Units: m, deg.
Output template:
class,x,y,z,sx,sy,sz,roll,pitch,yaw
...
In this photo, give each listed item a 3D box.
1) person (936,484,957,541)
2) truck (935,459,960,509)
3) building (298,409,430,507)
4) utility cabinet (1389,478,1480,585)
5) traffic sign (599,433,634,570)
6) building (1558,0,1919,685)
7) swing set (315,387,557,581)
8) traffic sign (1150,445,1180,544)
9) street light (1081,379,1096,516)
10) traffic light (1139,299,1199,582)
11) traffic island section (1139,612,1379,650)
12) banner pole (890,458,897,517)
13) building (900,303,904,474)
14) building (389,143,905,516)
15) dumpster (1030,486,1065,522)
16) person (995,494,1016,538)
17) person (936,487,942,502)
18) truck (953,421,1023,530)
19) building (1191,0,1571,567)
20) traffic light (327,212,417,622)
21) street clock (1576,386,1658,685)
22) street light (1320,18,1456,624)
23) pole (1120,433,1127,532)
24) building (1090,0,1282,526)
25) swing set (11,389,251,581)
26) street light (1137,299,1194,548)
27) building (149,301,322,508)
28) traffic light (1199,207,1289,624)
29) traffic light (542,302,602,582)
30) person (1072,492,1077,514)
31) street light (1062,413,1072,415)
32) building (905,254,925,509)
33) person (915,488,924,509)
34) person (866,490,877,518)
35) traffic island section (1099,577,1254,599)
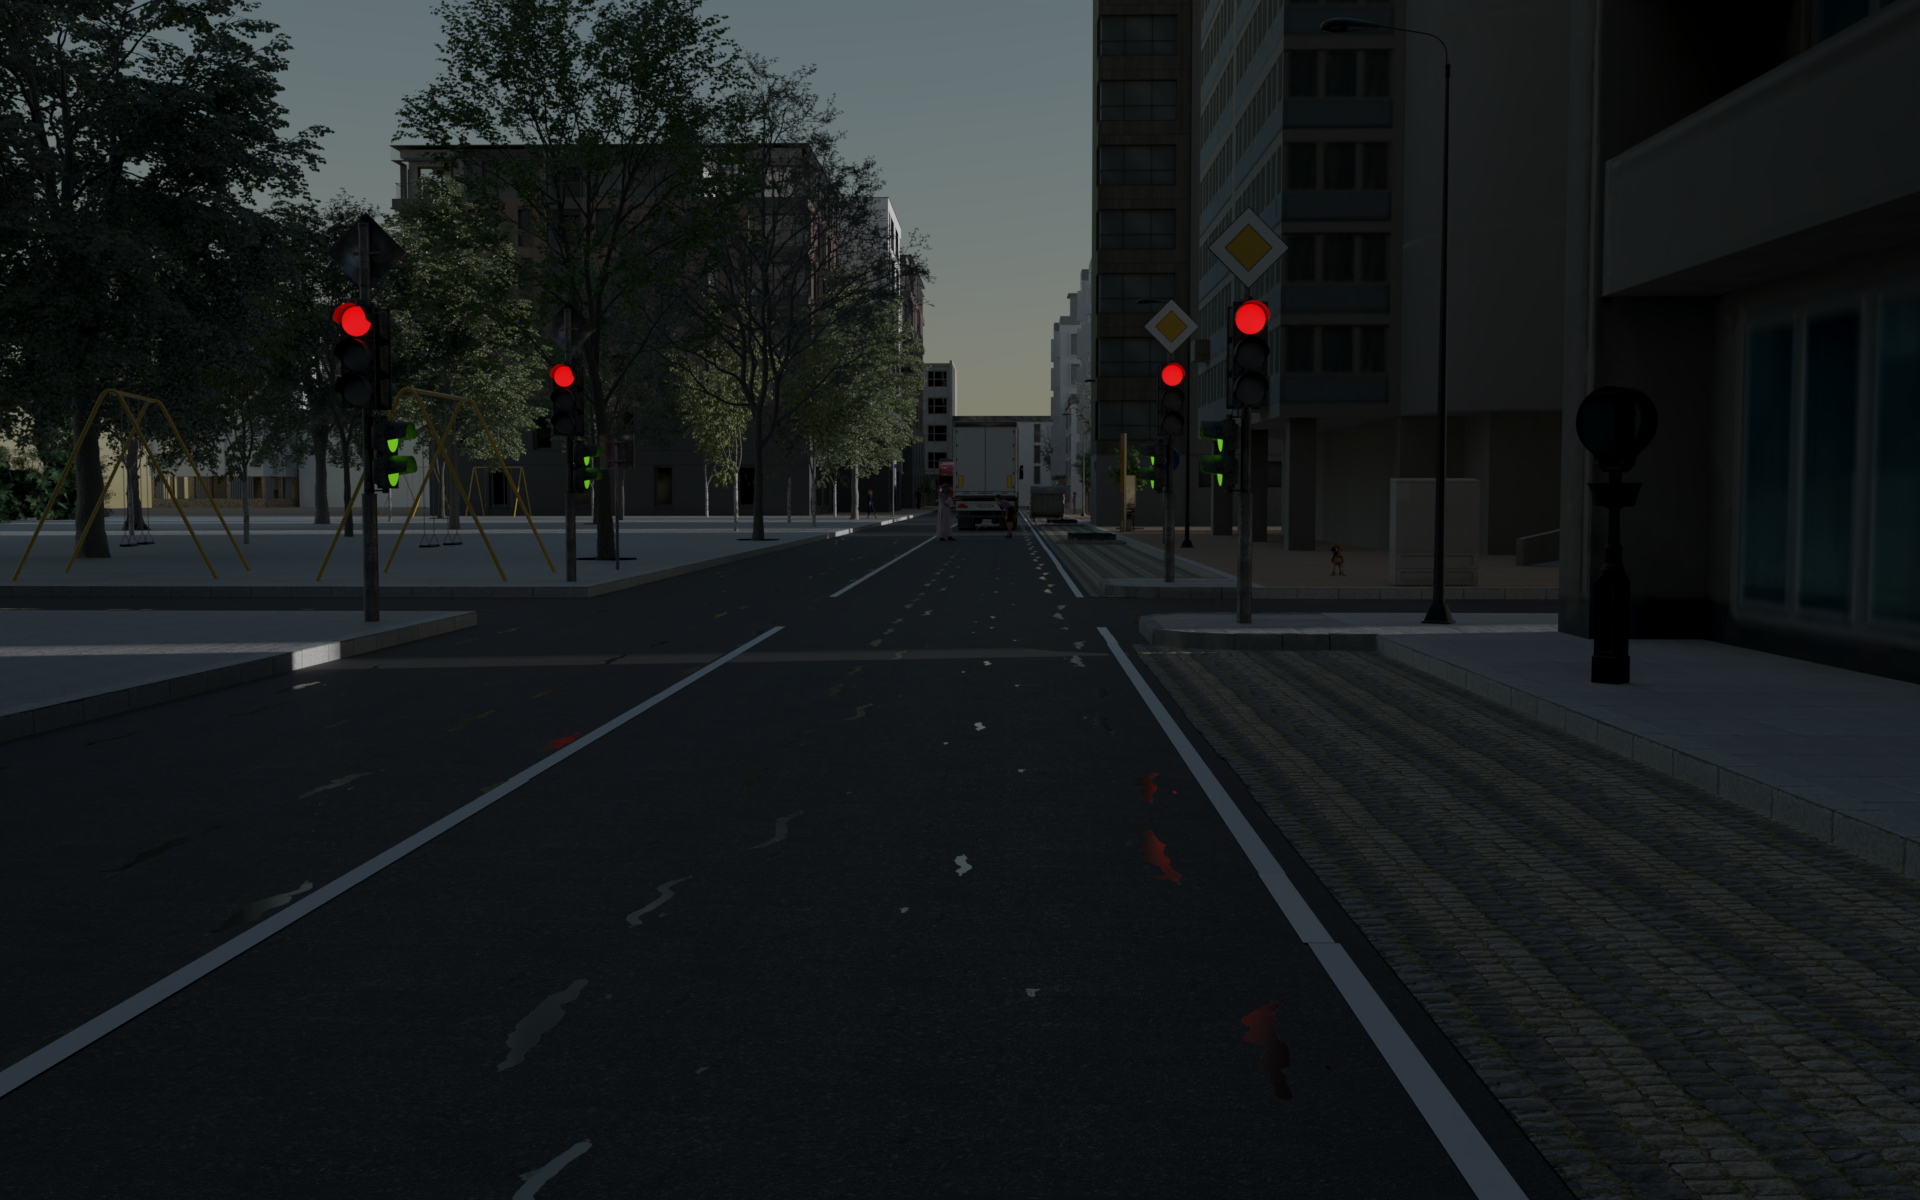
class,x,y,z,sx,sy,sz,roll,pitch,yaw
person,-0.434,-2.698,53.275,0.621,1.740,0.551,1,4,11
truck,-0.404,-9.225,139.742,2.839,4.237,11.283,0,4,1
building,-50.460,-14.107,172.804,28.070,9.664,9.099,0,4,2
utility cabinet,6.608,-0.945,24.126,1.173,1.500,0.318,0,4,-4
traffic sign,-5.798,-1.660,29.277,0.606,2.300,0.079,0,4,8
building,15.932,-23.254,3.902,21.300,48.544,21.600,0,4,2
swing set,-8.059,-1.780,26.725,2.862,2.851,3.119,0,4,1
traffic sign,5.278,-2.726,44.680,0.768,2.556,0.104,1,4,10
street light,5.725,-5.970,70.149,1.470,5.913,1.316,0,4,2
traffic light,3.028,-2.213,25.097,0.839,4.253,0.868,0,4,2
traffic island section,2.847,0.309,17.228,2.009,0.180,2.903,0,4,2
banner pole,-3.755,-6.669,99.052,0.401,3.779,0.863,1,4,17
building,-12.607,-17.333,139.807,16.016,20.091,11.380,0,4,2
building,-18.888,-16.736,117.611,27.936,21.610,32.646,0,4,2
dumpster,4.526,-4.964,89.384,1.865,1.857,1.264,0,4,3
person,1.487,-2.729,56.347,0.697,1.427,0.421,-1,4,-13
person,-0.984,-4.804,87.500,0.568,1.767,0.683,-2,4,-34
truck,1.206,-5.106,72.393,2.839,4.237,11.283,0,4,2
building,18.785,-21.500,43.407,23.993,40.220,32.217,0,4,2
traffic light,-5.911,-1.738,17.339,0.839,4.253,0.868,0,4,2
street clock,4.421,-0.437,11.712,0.358,2.002,0.471,-3,5,-43
street light,4.217,-2.723,17.063,1.470,5.913,1.316,0,4,2
pole,5.481,-3.932,58.127,0.158,3.312,0.155,0,3,0
building,12.665,-18.564,75.215,14.160,30.474,14.107,0,4,2
swing set,-12.966,-1.816,27.309,2.862,2.851,3.119,-1,4,-13
street light,4.893,-4.205,41.298,1.470,5.913,1.316,0,4,2
building,-70.517,-19.185,170.101,11.380,20.091,16.016,0,4,2
traffic light,2.807,-1.724,17.115,0.839,4.253,0.868,0,4,2
traffic light,-5.691,-2.226,25.321,0.839,4.253,0.868,0,4,2
person,7.343,-6.289,112.095,0.599,1.433,0.991,0,4,-2
street light,6.565,-7.779,99.734,1.470,5.913,1.316,0,4,2
building,-20.045,-19.466,162.242,32.646,21.610,27.936,0,4,2
person,-3.498,-8.647,147.437,0.705,1.821,1.348,-2,4,-35
person,-4.722,-5.124,92.359,0.613,1.512,0.480,0,4,2
traffic island section,3.068,-0.179,25.210,2.009,0.180,2.903,0,4,2
